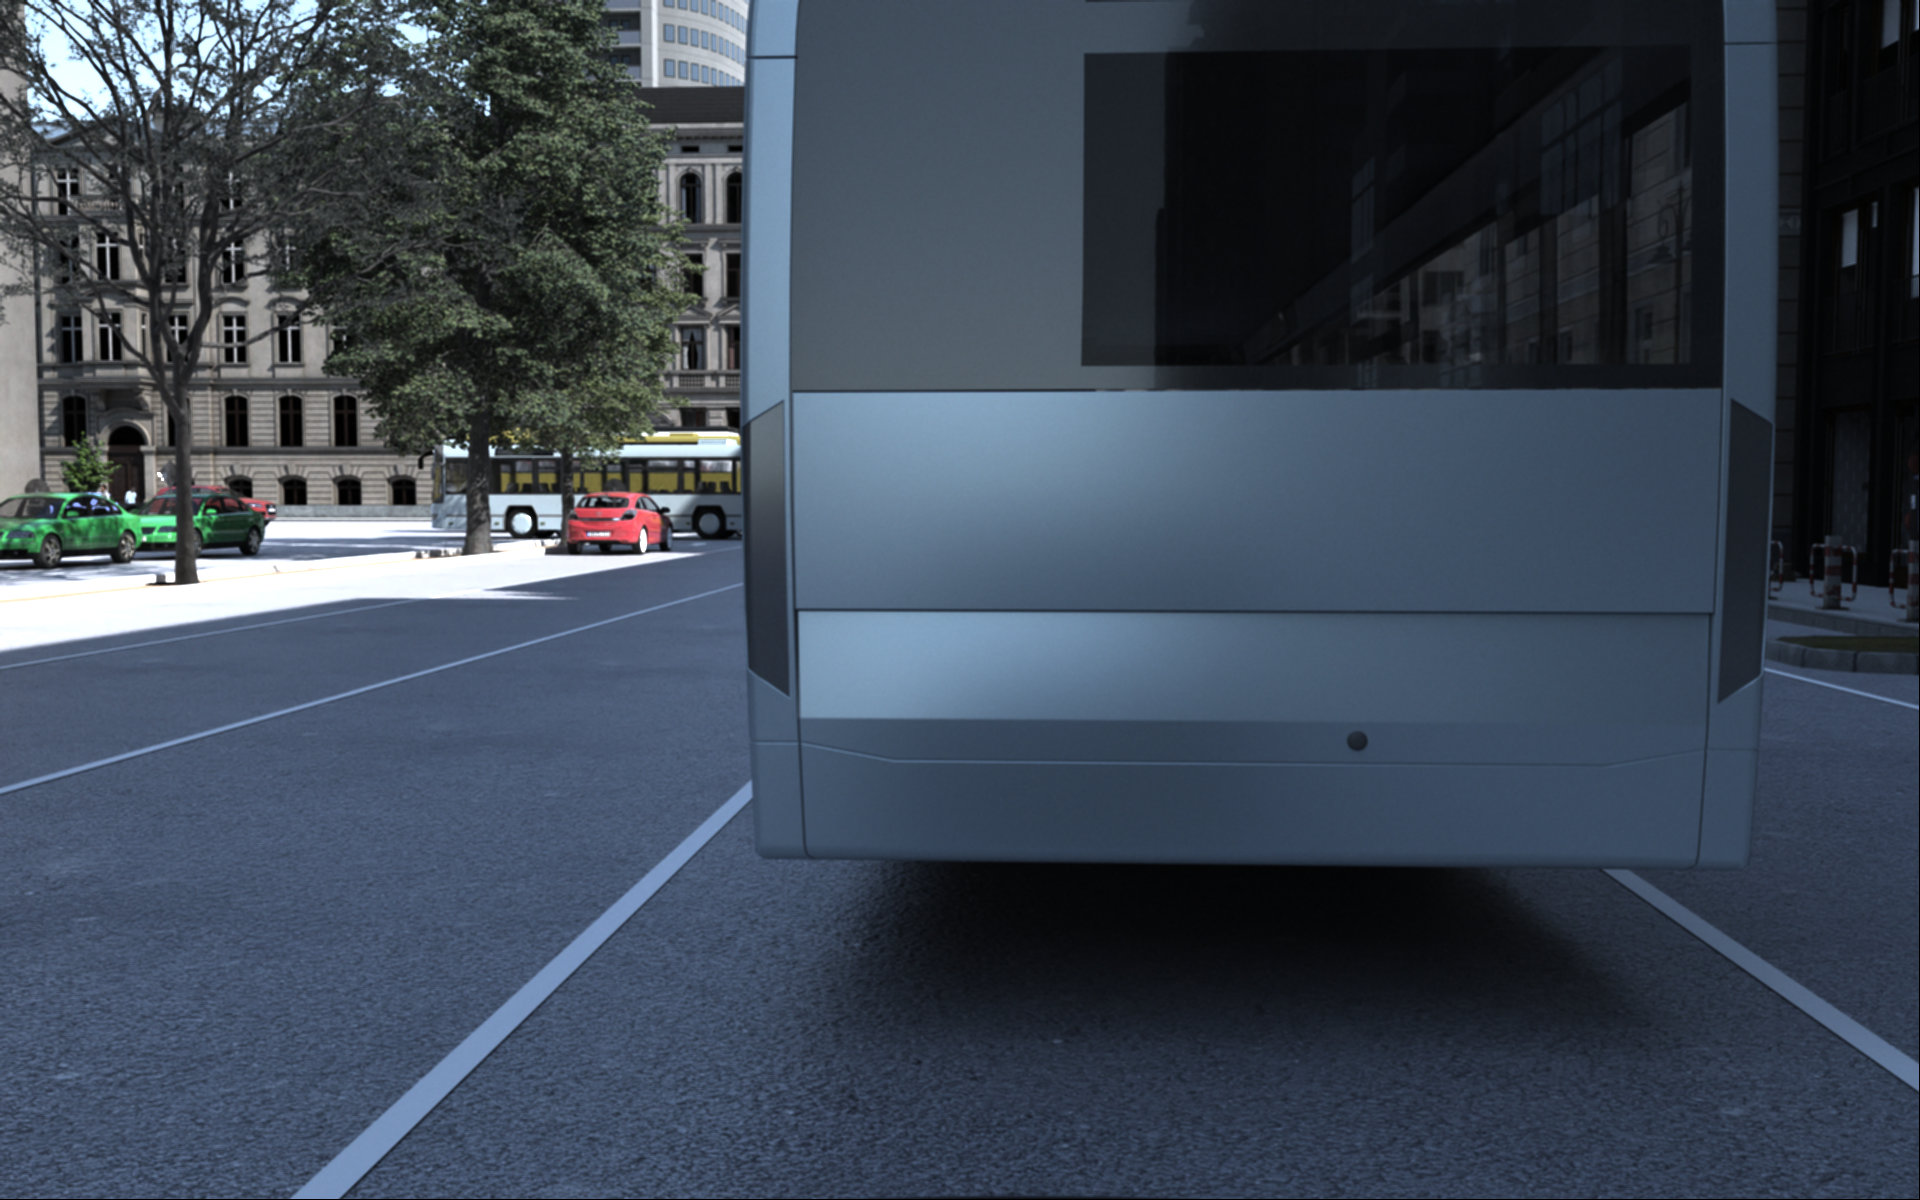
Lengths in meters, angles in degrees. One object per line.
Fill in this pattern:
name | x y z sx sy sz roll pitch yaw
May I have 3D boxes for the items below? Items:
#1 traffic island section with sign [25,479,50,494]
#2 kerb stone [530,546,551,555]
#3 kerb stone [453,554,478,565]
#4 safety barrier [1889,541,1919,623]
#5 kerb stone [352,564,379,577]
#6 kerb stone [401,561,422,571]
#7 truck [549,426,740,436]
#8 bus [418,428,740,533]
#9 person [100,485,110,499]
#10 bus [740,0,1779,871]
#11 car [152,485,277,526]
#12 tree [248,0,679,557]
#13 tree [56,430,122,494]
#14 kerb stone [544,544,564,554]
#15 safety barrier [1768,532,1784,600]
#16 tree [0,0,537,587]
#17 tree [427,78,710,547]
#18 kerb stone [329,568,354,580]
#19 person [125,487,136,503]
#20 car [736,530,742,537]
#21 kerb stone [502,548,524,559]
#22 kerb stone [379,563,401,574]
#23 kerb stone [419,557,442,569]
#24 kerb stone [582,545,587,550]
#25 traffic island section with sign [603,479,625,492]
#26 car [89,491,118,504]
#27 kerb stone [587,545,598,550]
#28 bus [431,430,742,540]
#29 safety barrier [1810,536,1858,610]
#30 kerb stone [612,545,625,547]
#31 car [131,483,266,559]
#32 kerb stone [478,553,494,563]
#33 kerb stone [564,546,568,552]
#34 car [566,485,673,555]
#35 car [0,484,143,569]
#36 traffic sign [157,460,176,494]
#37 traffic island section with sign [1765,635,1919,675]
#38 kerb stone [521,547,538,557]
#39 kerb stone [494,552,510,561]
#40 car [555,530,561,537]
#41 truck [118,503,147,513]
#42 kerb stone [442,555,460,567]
traffic island section with sign | -23.540 -2.138 43.582 1.989 1.847 2.006 0 4 3
kerb stone | -9.880 -1.130 40.685 0.120 0.150 1.000 0 4 3
kerb stone | -10.173 -0.816 35.539 0.120 0.150 1.000 0 4 3
safety barrier | 9.551 -0.183 17.275 0.300 0.817 1.120 0 4 3
kerb stone | -10.496 -0.500 30.368 0.120 0.150 1.000 0 4 3
kerb stone | -10.371 -0.626 32.426 0.120 0.150 1.000 0 4 3
truck | -15.076 -5.153 73.163 11.283 4.237 2.839 0 4 2
bus | -13.719 -4.471 64.643 12.252 3.916 2.896 0 4 5
person | -35.043 -3.796 70.708 0.875 1.805 0.789 3 5 40
bus | 1.098 -0.981 10.900 2.948 3.499 13.247 0 4 3
car | -32.128 -4.031 74.576 5.304 1.827 2.281 0 4 5
tree | -10.752 -7.899 38.258 9.857 13.997 8.962 0 3 0
tree | -26.685 -3.557 52.764 1.663 3.219 1.824 0 3 0
kerb stone | -9.809 -1.194 41.711 0.120 0.150 1.000 0 4 3
safety barrier | 9.786 -0.417 21.101 0.300 0.817 1.120 0 4 3
tree | -12.098 -6.958 26.590 12.009 13.543 11.850 0 3 0
tree | -10.729 -7.736 47.070 7.486 12.596 7.792 0 3 0
kerb stone | -10.562 -0.436 29.329 0.120 0.150 1.000 0 4 3
person | -42.239 -4.859 88.210 0.793 1.790 0.793 0 4 1
car | -5.837 -3.044 58.572 4.718 1.807 1.959 0 4 5
kerb stone | -9.995 -1.002 38.628 0.120 0.150 1.000 0 4 3
kerb stone | -10.434 -0.559 31.396 0.120 0.150 1.000 0 4 3
kerb stone | -10.307 -0.689 33.468 0.120 0.150 1.000 0 4 3
kerb stone | -9.681 -1.318 43.763 0.120 0.150 1.000 0 4 3
traffic island section with sign | -10.293 -2.609 50.794 2.006 1.907 1.989 0 4 3
car | -40.116 -4.220 78.588 3.694 1.707 1.945 0 4 2
kerb stone | -9.612 -1.378 44.788 0.120 0.150 1.000 0 4 3
bus | -10.936 -3.710 55.511 13.247 3.499 2.948 0 4 3
safety barrier | 9.671 -0.300 19.188 0.300 0.817 1.120 0 4 3
kerb stone | -9.421 -1.568 47.877 0.120 0.150 1.000 0 4 3
car | -17.513 -1.866 39.298 1.959 1.807 4.718 0 4 3
kerb stone | -10.114 -0.872 36.566 0.120 0.150 1.000 0 4 3
kerb stone | -9.743 -1.256 42.736 0.120 0.150 1.000 0 4 3
car | -8.253 -2.034 42.302 2.155 1.783 4.494 0 4 3
car | -18.135 -1.569 34.457 1.959 1.807 4.718 0 4 2
traffic sign | -23.379 -2.914 51.293 0.795 2.450 0.064 0 4 3
traffic island section with sign | 7.971 -0.368 14.641 1.989 1.847 2.006 0 4 3
kerb stone | -9.927 -1.068 39.658 0.120 0.150 1.000 0 4 3
kerb stone | -10.054 -0.937 37.601 0.120 0.150 1.000 0 4 3
car | -11.855 -2.795 58.278 3.894 1.354 1.945 0 4 2
truck | -45.441 -5.742 83.641 18.799 4.110 2.967 0 4 5
kerb stone | -10.247 -0.753 34.502 0.120 0.150 1.000 0 4 3
